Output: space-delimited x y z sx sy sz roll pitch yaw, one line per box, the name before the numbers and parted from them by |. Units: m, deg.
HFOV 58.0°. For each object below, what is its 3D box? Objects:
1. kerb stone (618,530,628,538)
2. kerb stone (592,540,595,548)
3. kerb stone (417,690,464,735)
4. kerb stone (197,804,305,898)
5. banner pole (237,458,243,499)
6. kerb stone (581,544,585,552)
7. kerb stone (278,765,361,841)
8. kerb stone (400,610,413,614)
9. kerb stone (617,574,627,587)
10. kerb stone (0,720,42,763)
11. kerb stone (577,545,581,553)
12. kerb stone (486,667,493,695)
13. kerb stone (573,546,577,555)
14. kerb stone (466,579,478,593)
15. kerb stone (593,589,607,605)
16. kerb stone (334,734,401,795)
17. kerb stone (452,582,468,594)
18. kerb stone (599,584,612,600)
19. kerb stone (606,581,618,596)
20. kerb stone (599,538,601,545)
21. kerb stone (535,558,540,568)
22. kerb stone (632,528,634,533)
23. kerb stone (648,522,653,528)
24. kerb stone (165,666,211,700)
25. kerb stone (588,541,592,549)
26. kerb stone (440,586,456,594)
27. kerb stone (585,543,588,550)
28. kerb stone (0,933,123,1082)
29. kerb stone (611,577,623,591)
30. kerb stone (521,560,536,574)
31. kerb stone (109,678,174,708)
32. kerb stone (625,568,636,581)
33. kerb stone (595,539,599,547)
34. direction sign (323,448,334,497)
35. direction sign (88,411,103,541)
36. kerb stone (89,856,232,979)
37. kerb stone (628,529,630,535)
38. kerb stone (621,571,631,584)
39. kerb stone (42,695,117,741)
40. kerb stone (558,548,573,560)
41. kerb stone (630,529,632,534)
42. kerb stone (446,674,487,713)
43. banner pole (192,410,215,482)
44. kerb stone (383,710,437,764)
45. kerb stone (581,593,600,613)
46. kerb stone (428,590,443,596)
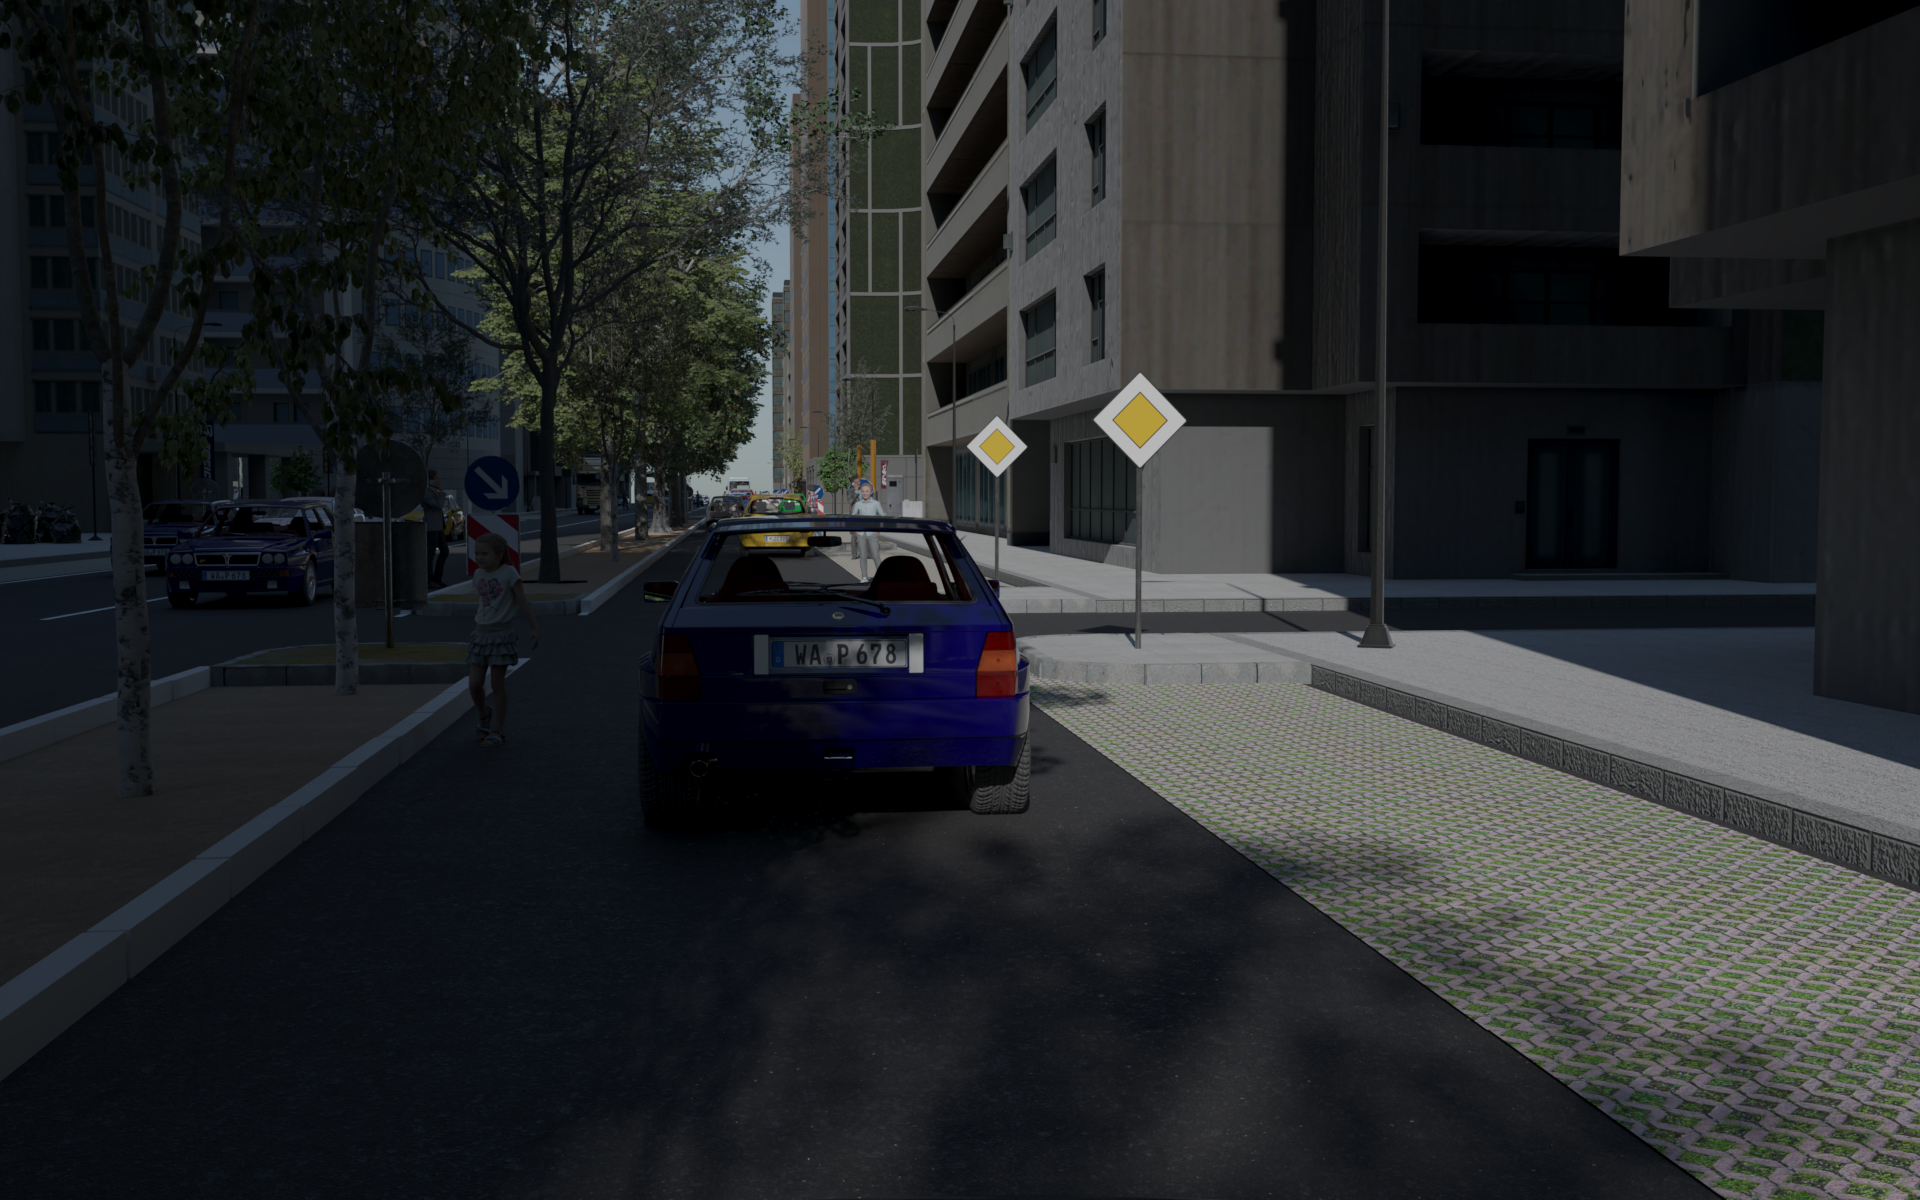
kerb stone | -11.430 -2.235 58.743 0.120 0.150 1.000 0 4 -7
kerb stone | -9.755 -1.426 45.512 0.120 0.150 1.000 0 4 -7
kerb stone | -3.216 0.704 10.683 0.120 0.150 1.000 0 4 -7
kerb stone | -2.702 0.953 6.620 0.120 0.150 1.000 0 4 -7
banner pole | -35.289 -5.803 84.894 0.401 3.779 0.863 -3 4 -38
kerb stone | -9.365 -1.240 42.469 0.120 0.150 1.000 0 4 -7
kerb stone | -2.827 0.892 7.635 0.120 0.150 1.000 0 4 -7
kerb stone | -6.664 0.070 21.110 0.120 0.150 1.000 0 4 -7
kerb stone | -5.222 -0.262 26.473 0.120 0.150 1.000 0 4 -7
kerb stone | -5.174 0.782 9.404 0.120 0.150 1.000 0 4 -7
kerb stone | -9.239 -1.170 41.449 0.120 0.150 1.000 0 4 -7
kerb stone | -3.473 0.584 12.713 0.120 0.150 1.000 0 4 -7
kerb stone | -9.105 -1.114 40.435 0.120 0.150 1.000 0 4 -7
kerb stone | -7.180 -0.179 25.199 0.120 0.150 1.000 0 4 -7
kerb stone | -4.705 -0.011 22.407 0.120 0.150 1.000 0 4 -7
kerb stone | -2.964 0.828 8.651 0.120 0.150 1.000 0 4 -7
kerb stone | -7.047 -0.121 24.174 0.120 0.150 1.000 0 4 -7
kerb stone | -4.836 -0.075 23.429 0.120 0.150 1.000 0 4 -7
kerb stone | -4.963 -0.135 24.443 0.120 0.150 1.000 0 4 -7
kerb stone | -10.013 -1.548 47.549 0.120 0.150 1.000 0 4 -7
kerb stone | -8.208 -0.680 33.320 0.120 0.150 1.000 0 4 -7
kerb stone | -11.811 -2.422 61.788 0.120 0.150 1.000 0 4 -7
kerb stone | -13.886 -3.415 78.073 0.120 0.150 1.000 0 4 -7
kerb stone | -5.553 0.600 12.450 0.120 0.150 1.000 0 4 -7
kerb stone | -9.620 -1.364 44.497 0.120 0.150 1.000 0 4 -7
kerb stone | -6.916 -0.056 23.152 0.120 0.150 1.000 0 4 -7
kerb stone | -9.497 -1.302 43.482 0.120 0.150 1.000 0 4 -7
kerb stone | -2.447 1.079 4.587 0.120 0.150 1.000 0 4 -7
kerb stone | -5.092 -0.200 25.459 0.120 0.150 1.000 0 4 -7
kerb stone | -8.074 -0.618 32.306 0.120 0.150 1.000 0 4 -7
kerb stone | -5.430 0.658 11.432 0.120 0.150 1.000 0 4 -7
kerb stone | -5.473 -0.386 28.511 0.120 0.150 1.000 0 4 -7
kerb stone | -9.877 -1.488 46.526 0.120 0.150 1.000 0 4 -7
direction sign | -24.109 -4.534 66.132 0.379 3.537 0.876 0 4 3
direction sign | -23.812 -3.401 47.597 0.379 3.537 0.876 -1 4 -17
kerb stone | -2.572 1.017 5.602 0.120 0.150 1.000 0 4 -7
kerb stone | -11.559 -2.297 59.757 0.120 0.150 1.000 0 4 -7
kerb stone | -5.351 -0.324 27.487 0.120 0.150 1.000 0 4 -7
kerb stone | -5.309 0.722 10.417 0.120 0.150 1.000 0 4 -7
kerb stone | -8.976 -1.052 39.417 0.120 0.150 1.000 0 4 -7
kerb stone | -11.686 -2.360 60.774 0.120 0.150 1.000 0 4 -7
kerb stone | -3.351 0.642 11.698 0.120 0.150 1.000 0 4 -7
banner pole | -22.662 -3.780 51.815 0.863 3.779 0.401 0 4 6
kerb stone | -3.082 0.767 9.667 0.120 0.150 1.000 0 4 -7
kerb stone | -4.575 0.049 21.389 0.120 0.150 1.000 0 4 -7
kerb stone | -6.781 0.004 22.128 0.120 0.150 1.000 0 4 -7
